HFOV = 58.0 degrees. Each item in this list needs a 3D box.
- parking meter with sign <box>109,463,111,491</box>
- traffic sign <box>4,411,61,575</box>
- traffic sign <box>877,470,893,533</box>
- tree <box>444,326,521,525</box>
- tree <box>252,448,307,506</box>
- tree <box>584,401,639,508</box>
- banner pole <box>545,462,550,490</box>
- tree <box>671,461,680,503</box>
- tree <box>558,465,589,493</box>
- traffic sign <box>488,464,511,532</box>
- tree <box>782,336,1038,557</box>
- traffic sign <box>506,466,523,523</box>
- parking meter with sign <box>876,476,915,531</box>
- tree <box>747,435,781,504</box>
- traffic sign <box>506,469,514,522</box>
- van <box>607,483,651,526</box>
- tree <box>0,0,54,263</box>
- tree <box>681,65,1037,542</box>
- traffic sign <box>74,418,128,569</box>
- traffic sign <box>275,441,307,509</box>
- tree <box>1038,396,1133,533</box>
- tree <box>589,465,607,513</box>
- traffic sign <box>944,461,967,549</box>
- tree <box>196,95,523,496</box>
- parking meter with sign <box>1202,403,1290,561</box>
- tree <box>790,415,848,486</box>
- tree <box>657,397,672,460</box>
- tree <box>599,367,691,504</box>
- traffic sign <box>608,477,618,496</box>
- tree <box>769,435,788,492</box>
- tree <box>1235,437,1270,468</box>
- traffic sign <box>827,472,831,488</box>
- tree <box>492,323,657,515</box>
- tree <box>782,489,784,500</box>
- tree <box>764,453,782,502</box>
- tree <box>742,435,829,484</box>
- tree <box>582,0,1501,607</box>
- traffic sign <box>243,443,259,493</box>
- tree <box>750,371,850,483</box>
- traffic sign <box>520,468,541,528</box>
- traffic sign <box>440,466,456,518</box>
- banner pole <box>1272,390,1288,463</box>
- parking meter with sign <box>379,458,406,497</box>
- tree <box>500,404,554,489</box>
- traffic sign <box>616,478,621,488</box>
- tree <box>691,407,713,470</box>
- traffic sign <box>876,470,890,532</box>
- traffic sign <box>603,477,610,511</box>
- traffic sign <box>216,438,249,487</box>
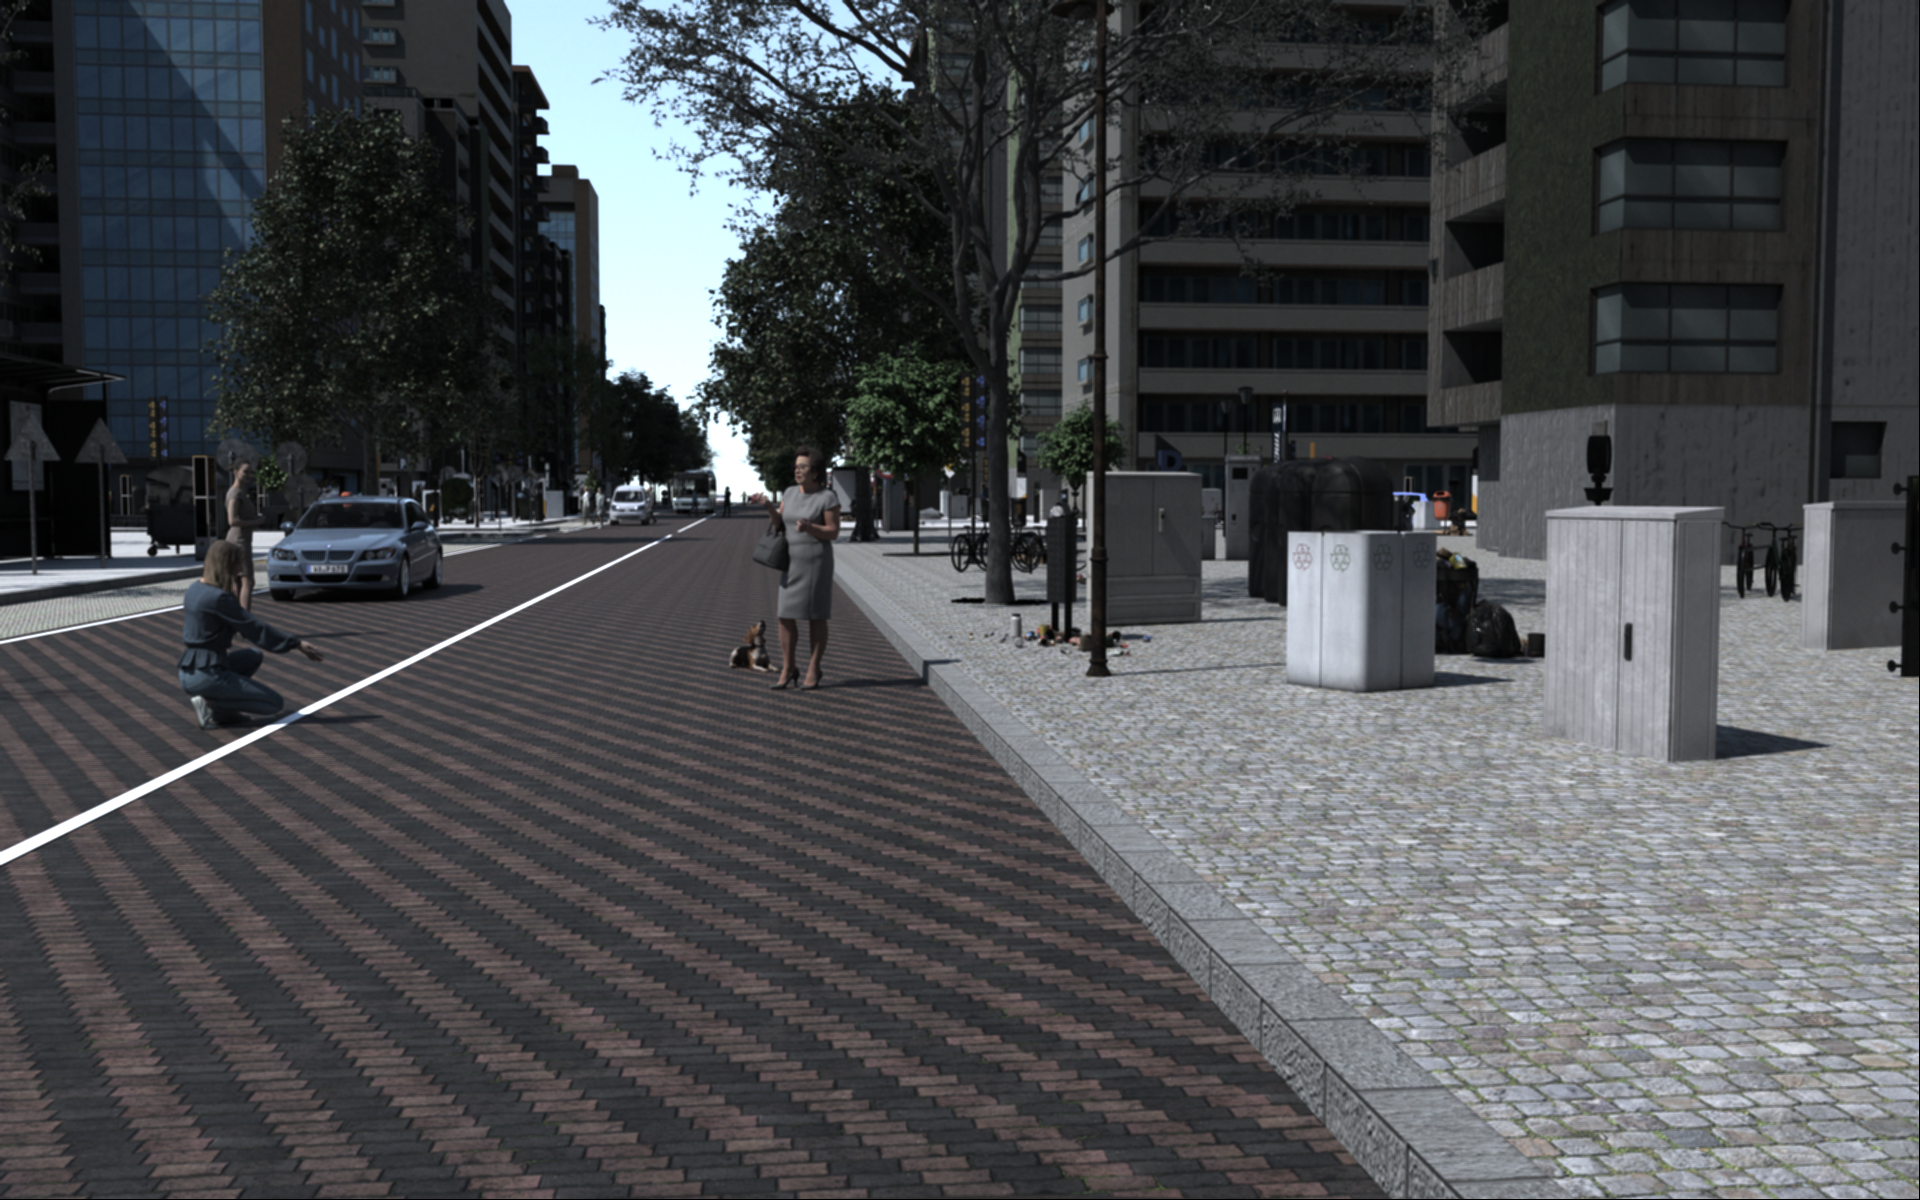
[{"bbox_3d":[-41.703,-5.399,84.533,0.543,3.016,1.738,-2,4,-25],"label":"parking meter with sign"},{"bbox_3d":[-14.601,-1.667,27.259,0.884,2.594,0.081,0,4,-1],"label":"traffic sign"},{"bbox_3d":[-2.364,-3.464,56.738,0.768,2.556,0.104,0,4,2],"label":"traffic sign"},{"bbox_3d":[-19.731,-7.345,70.453,4.360,8.622,3.978,0,3,0],"label":"tree"},{"bbox_3d":[-27.108,-4.528,68.635,1.663,3.219,1.824,0,3,0],"label":"tree"},{"bbox_3d":[-27.921,-11.477,138.011,4.737,8.622,4.395,0,3,0],"label":"tree"},{"bbox_3d":[-28.659,-7.940,119.836,0.863,3.779,0.401,2,4,33],"label":"banner pole"},{"bbox_3d":[-38.372,-17.254,232.463,4.360,8.622,3.978,0,3,0],"label":"tree"},{"bbox_3d":[-25.612,-7.308,114.094,1.663,3.219,1.824,0,3,0],"label":"tree"},{"bbox_3d":[-15.475,-3.339,58.229,0.795,2.450,0.064,0,4,-7],"label":"traffic sign"},{"bbox_3d":[-0.921,-3.202,36.061,4.285,4.588,4.351,0,3,0],"label":"tree"},{"bbox_3d":[-19.924,-4.727,77.396,0.768,2.556,0.104,0,4,-6],"label":"traffic sign"},{"bbox_3d":[-2.280,-3.898,59.987,0.543,3.016,1.738,3,5,43],"label":"parking meter with sign"},{"bbox_3d":[-24.777,-18.684,231.236,9.928,11.665,9.643,0,3,0],"label":"tree"},{"bbox_3d":[-20.541,-4.863,79.620,0.768,2.556,0.104,0,4,-1],"label":"traffic sign"},{"bbox_3d":[-15.248,-4.462,79.959,2.013,2.044,4.112,0,4,-8],"label":"van"},{"bbox_3d":[-14.171,-4.445,23.044,4.360,8.622,3.978,0,3,0],"label":"tree"},{"bbox_3d":[-2.698,-7.925,46.585,9.611,12.733,9.660,0,3,0],"label":"tree"},{"bbox_3d":[-14.663,-1.809,29.577,0.884,2.594,0.081,0,4,-3],"label":"traffic sign"},{"bbox_3d":[-16.213,-2.562,41.996,0.768,2.556,0.104,0,4,-3],"label":"traffic sign"},{"bbox_3d":[4.263,-4.561,58.286,4.285,4.588,4.351,0,3,0],"label":"tree"},{"bbox_3d":[-24.629,-7.443,116.296,1.663,3.219,1.824,0,3,0],"label":"tree"},{"bbox_3d":[-0.240,-2.400,40.421,0.795,2.450,0.064,0,4,0],"label":"traffic sign"},{"bbox_3d":[-17.285,-8.150,50.255,9.611,12.733,9.660,0,3,0],"label":"tree"},{"bbox_3d":[5.459,-2.275,33.455,1.738,3.016,0.543,0,4,6],"label":"parking meter with sign"},{"bbox_3d":[-7.056,-8.412,87.901,4.360,8.622,3.978,0,3,0],"label":"tree"},{"bbox_3d":[-30.073,-14.084,156.029,9.928,11.665,9.643,0,3,0],"label":"tree"},{"bbox_3d":[-31.691,-16.264,172.564,9.857,13.997,8.962,0,3,0],"label":"tree"},{"bbox_3d":[-26.225,-8.006,131.009,0.768,2.556,0.104,0,3,0],"label":"traffic sign"},{"bbox_3d":[-21.324,-15.641,206.084,4.737,8.622,4.395,0,3,0],"label":"tree"},{"bbox_3d":[9.566,-3.889,58.191,1.663,3.219,1.824,0,3,0],"label":"tree"},{"bbox_3d":[-7.430,-6.046,98.965,0.768,2.556,0.104,0,4,2],"label":"traffic sign"},{"bbox_3d":[-24.453,-11.051,106.434,9.928,11.665,9.643,0,3,0],"label":"tree"},{"bbox_3d":[-18.908,-20.315,188.040,12.611,20.169,13.585,0,3,0],"label":"tree"},{"bbox_3d":[-11.067,-7.923,113.256,4.285,4.588,4.351,0,3,0],"label":"tree"},{"bbox_3d":[-15.788,-15.659,162.683,9.857,13.997,8.962,0,3,0],"label":"tree"},{"bbox_3d":[0.387,-6.693,19.801,12.009,13.543,11.850,0,3,0],"label":"tree"},{"bbox_3d":[-17.710,-2.613,42.830,0.768,2.556,0.104,0,4,3],"label":"traffic sign"},{"bbox_3d":[-11.229,-12.453,121.726,7.486,12.596,7.792,0,3,0],"label":"tree"},{"bbox_3d":[-16.407,-3.824,66.159,0.795,2.450,0.064,0,4,-7],"label":"traffic sign"},{"bbox_3d":[-23.290,-4.815,78.830,0.768,2.556,0.104,0,4,-4],"label":"traffic sign"},{"bbox_3d":[7.752,-3.178,41.977,0.401,3.779,0.863,-1,4,-18],"label":"banner pole"},{"bbox_3d":[-28.064,-5.422,84.915,1.738,3.016,0.543,1,4,14],"label":"parking meter with sign"},{"bbox_3d":[-32.587,-10.958,129.526,4.737,8.622,4.395,0,3,0],"label":"tree"},{"bbox_3d":[-26.625,-8.203,134.217,0.768,2.556,0.104,0,4,3],"label":"traffic sign"},{"bbox_3d":[-36.383,-18.958,216.621,9.857,13.997,8.962,0,3,0],"label":"tree"},{"bbox_3d":[-2.520,-3.594,58.862,0.768,2.556,0.104,0,4,-3],"label":"traffic sign"},{"bbox_3d":[-27.056,-8.107,132.659,0.768,2.556,0.104,0,4,0],"label":"traffic sign"},{"bbox_3d":[-16.550,-2.403,39.388,0.768,2.556,0.104,0,4,3],"label":"traffic sign"}]
